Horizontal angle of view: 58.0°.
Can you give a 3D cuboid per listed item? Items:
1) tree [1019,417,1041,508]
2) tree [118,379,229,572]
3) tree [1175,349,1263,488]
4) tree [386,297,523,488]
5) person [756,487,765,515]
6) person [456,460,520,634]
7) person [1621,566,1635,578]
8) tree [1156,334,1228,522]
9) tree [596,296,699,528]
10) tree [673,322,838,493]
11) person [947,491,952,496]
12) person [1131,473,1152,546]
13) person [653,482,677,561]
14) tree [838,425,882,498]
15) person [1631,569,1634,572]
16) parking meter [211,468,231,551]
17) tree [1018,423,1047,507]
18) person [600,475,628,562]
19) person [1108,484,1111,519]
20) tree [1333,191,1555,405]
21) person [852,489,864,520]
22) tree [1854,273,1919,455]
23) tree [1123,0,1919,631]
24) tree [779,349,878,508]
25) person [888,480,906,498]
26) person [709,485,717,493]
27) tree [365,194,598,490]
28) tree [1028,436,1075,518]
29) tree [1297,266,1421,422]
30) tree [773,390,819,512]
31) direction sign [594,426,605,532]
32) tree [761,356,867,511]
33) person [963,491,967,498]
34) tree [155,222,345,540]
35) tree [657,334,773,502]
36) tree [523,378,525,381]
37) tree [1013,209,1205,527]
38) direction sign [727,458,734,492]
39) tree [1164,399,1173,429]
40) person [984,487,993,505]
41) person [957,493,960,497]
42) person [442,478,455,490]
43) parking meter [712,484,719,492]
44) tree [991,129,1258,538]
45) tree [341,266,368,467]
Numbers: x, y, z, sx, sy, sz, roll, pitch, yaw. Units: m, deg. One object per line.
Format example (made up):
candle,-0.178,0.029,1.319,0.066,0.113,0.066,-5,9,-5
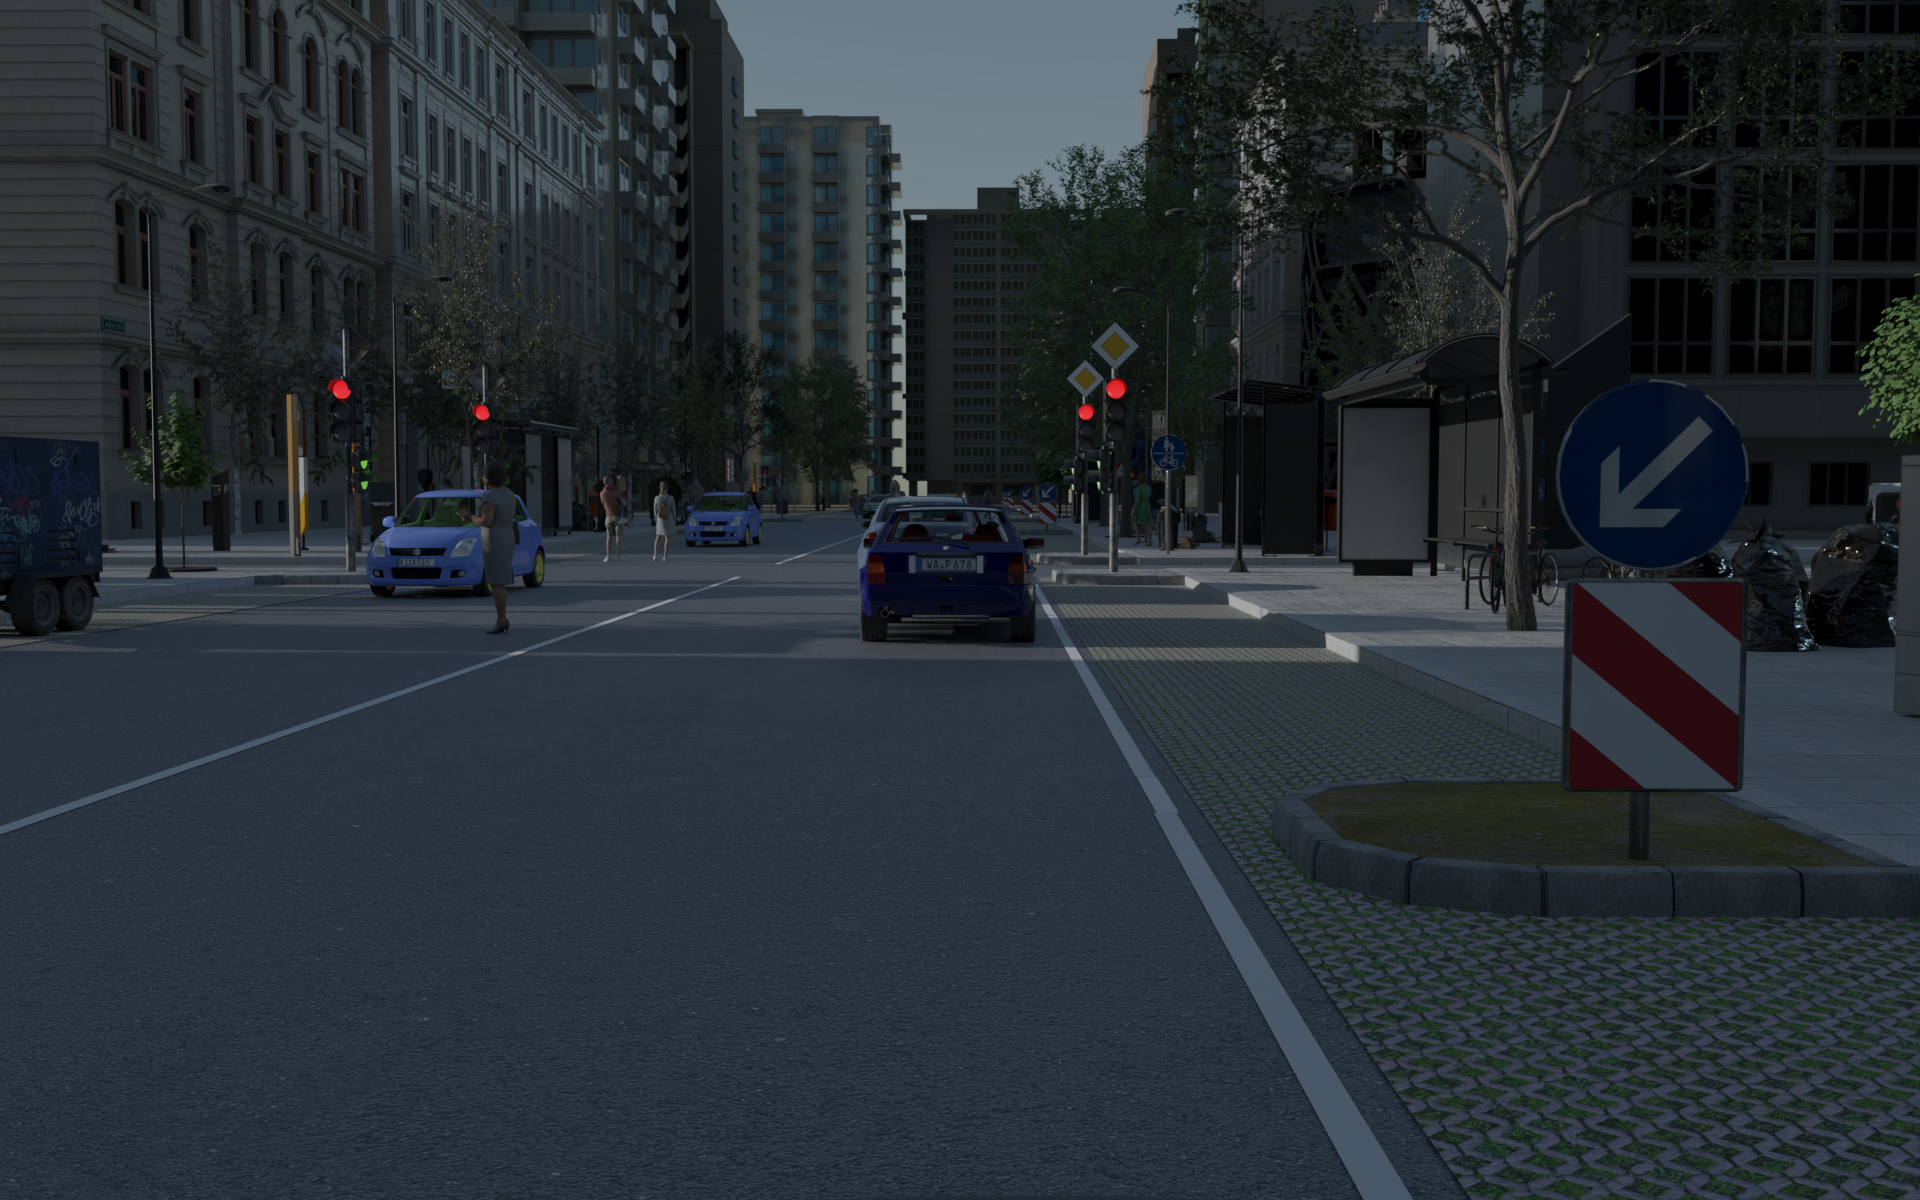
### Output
tree,7.411,-12.929,161.748,4.737,8.622,4.395,0,3,0
tree,-12.894,-2.099,28.922,1.663,3.219,1.824,0,3,0
tree,13.516,-8.345,86.807,4.360,8.622,3.978,0,3,0
tree,-19.215,-6.983,64.526,4.737,8.622,4.395,0,3,0
person,-12.426,-6.166,107.702,0.563,1.720,0.643,1,4,13
person,-4.806,-0.549,17.829,0.532,1.782,0.716,1,4,13
person,6.632,-0.341,16.631,0.505,1.210,0.382,-1,4,-17
tree,10.494,-7.953,80.397,4.737,8.622,4.395,0,3,0
tree,-12.398,-7.043,65.515,4.360,8.622,3.978,0,3,0
tree,-12.267,-9.818,94.934,7.601,10.594,8.767,-2,4,-31
person,-1.087,-9.278,161.128,0.756,1.711,0.436,0,4,-7
person,4.519,-2.233,42.804,0.529,1.795,0.600,3,5,43
person,-6.354,-1.695,37.211,0.512,1.701,0.522,0,4,-5
tree,-11.745,-15.360,185.547,7.601,10.594,8.767,1,4,20
person,11.302,-1.352,28.699,0.519,1.759,0.362,-2,4,-25
parking meter,-16.673,-2.040,39.059,0.255,1.863,0.399,0,4,3
tree,7.644,-13.216,166.437,4.360,8.622,3.978,0,3,0
person,-7.323,-1.737,36.874,0.580,1.828,0.573,-2,4,-32
person,7.536,-4.970,87.635,0.374,1.781,0.599,-3,5,-40
tree,11.953,-5.621,42.273,4.360,8.622,3.978,0,3,0
person,-5.572,-5.199,94.345,0.643,1.720,0.563,1,4,13
tree,12.907,-2.303,21.371,4.285,4.588,4.351,0,3,0
tree,4.970,-4.998,16.125,7.601,10.594,8.767,1,4,13
tree,-11.839,-15.135,154.113,9.857,13.997,8.962,0,3,0
person,-1.598,-2.179,44.302,0.537,1.800,0.526,0,4,-7
person,-14.237,-5.721,99.768,0.466,1.800,0.511,0,4,-2
tree,-11.821,-5.646,42.674,4.360,8.622,3.978,0,3,0
tree,5.651,-7.068,99.271,4.285,4.588,4.351,0,3,0
tree,13.211,-6.501,56.661,4.737,8.622,4.395,0,3,0
tree,-11.971,-10.548,122.828,4.737,8.622,4.395,0,3,0
direction sign,-12.089,-4.031,57.901,0.379,3.537,0.876,-1,4,-16
tree,-11.047,-12.612,131.954,9.928,11.665,9.643,0,3,0
person,0.469,-10.369,178.699,0.621,1.740,0.551,-2,4,-29
tree,-19.825,-5.969,47.962,4.360,8.622,3.978,0,3,0
tree,-12.060,-7.960,80.505,4.737,8.622,4.395,0,3,0
tree,-19.801,-7.304,69.781,4.737,8.622,4.395,0,3,0
tree,6.110,-9.154,67.789,7.486,12.596,7.792,0,3,0
direction sign,-14.626,-7.243,110.414,0.379,3.537,0.876,-2,4,-34
tree,13.631,-9.530,106.177,4.360,8.622,3.978,0,3,0
person,1.625,-5.502,98.565,0.679,1.850,0.850,3,5,40
person,-0.055,-5.702,104.331,0.523,1.515,0.503,-2,4,-31
person,-15.341,-2.774,51.965,0.480,1.755,0.524,-2,4,-31
parking meter,-14.729,-6.029,104.291,0.399,1.863,0.255,-1,4,-18
tree,4.813,-7.647,50.785,9.928,11.665,9.643,0,3,0
tree,-18.815,-6.330,53.857,4.360,8.622,3.978,0,3,0
